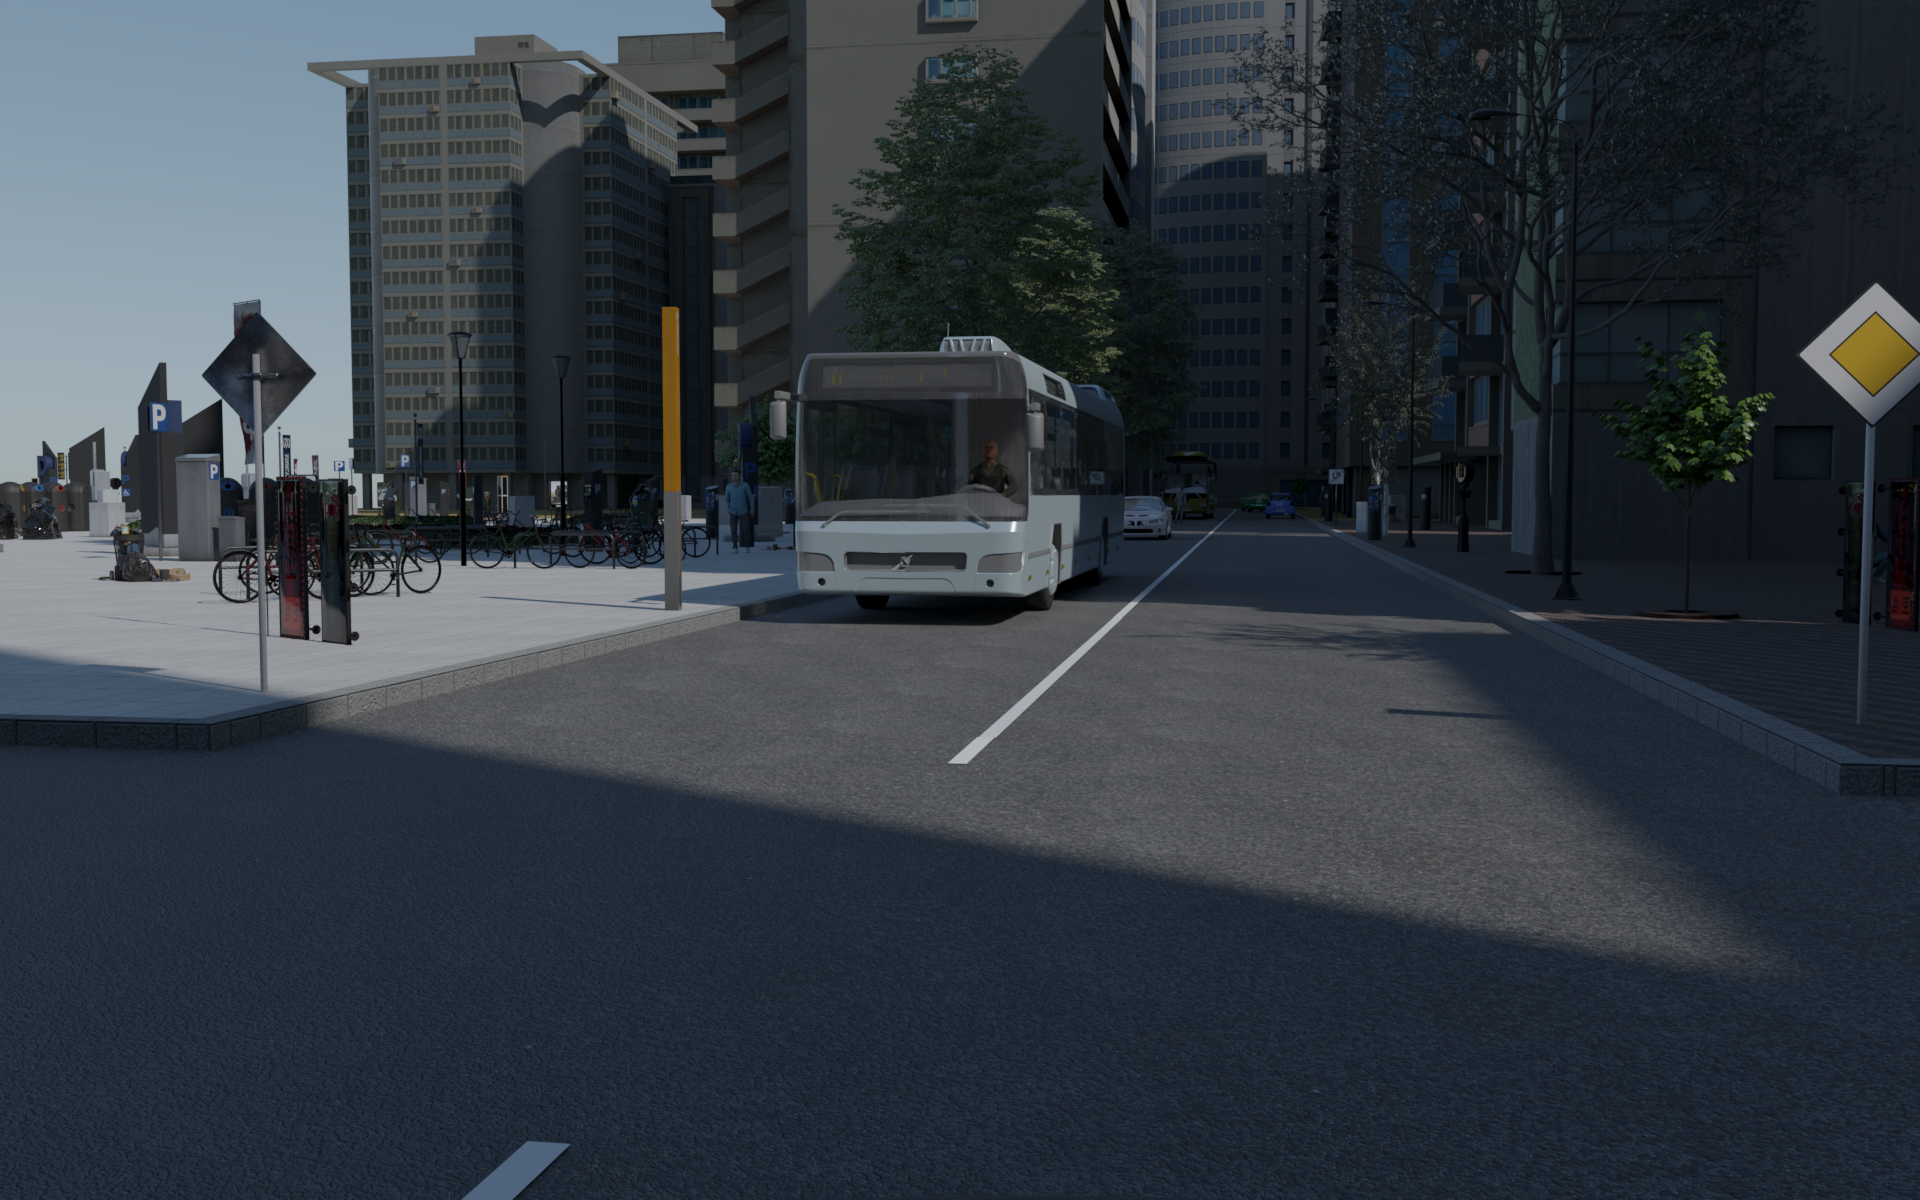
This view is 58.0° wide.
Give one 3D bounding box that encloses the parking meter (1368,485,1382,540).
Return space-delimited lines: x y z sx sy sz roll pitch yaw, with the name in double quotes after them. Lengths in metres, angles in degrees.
11.522 -2.428 48.105 0.372 1.533 0.369 0 3 0 "parking meter"

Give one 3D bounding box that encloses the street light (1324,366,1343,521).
13.910 -5.495 62.382 1.470 5.913 1.316 1 4 10 "street light"

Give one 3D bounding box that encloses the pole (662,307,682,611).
-3.163 -1.540 19.027 0.158 3.312 0.155 0 3 0 "pole"

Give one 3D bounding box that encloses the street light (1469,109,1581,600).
6.844 -2.963 20.985 1.470 5.913 1.316 1 4 10 "street light"

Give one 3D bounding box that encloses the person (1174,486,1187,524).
10.757 -4.630 84.328 0.709 1.813 0.853 2 4 29 "person"

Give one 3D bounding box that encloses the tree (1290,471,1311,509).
29.201 -9.405 148.373 1.663 3.219 1.824 0 3 0 "tree"

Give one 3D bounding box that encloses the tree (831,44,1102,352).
0.160 -7.748 44.804 7.486 12.596 7.792 0 3 0 "tree"

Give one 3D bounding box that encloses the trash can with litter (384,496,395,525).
-21.770 -3.300 65.005 1.678 1.210 2.233 2 4 25 "trash can with litter"

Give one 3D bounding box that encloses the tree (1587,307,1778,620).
7.664 -1.430 17.981 1.663 3.219 1.824 0 3 0 "tree"

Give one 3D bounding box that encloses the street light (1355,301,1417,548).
10.305 -4.226 41.641 1.470 5.913 1.316 1 4 10 "street light"

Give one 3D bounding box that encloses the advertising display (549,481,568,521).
-19.198 -4.747 82.835 0.123 1.923 0.974 3 5 42 "advertising display"

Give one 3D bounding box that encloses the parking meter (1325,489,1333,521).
17.276 -4.448 81.137 0.372 1.533 0.369 0 3 0 "parking meter"

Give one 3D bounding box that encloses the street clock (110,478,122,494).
-37.350 -4.408 76.633 0.358 2.002 0.471 2 4 30 "street clock"

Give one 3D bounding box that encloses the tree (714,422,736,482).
-6.216 -4.461 56.647 4.285 4.588 4.351 0 3 0 "tree"

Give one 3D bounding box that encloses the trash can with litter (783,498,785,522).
-7.924 -4.156 79.343 1.055 1.170 0.624 2 4 30 "trash can with litter"

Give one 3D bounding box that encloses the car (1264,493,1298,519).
18.867 -5.644 101.876 1.945 1.707 3.694 1 4 11 "car"

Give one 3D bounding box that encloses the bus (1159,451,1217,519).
13.658 -6.772 102.263 2.896 3.916 12.252 1 4 11 "bus"

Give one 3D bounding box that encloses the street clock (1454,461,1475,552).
11.172 -2.069 38.403 0.358 2.002 0.471 -1 4 -16 "street clock"

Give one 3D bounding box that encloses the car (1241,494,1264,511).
24.379 -8.288 144.301 1.959 1.807 4.718 1 4 8 "car"

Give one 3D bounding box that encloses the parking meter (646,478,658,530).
-10.937 -3.412 61.501 0.255 1.863 0.399 2 4 35 "parking meter"

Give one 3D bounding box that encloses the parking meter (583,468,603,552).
-8.192 -2.017 38.687 0.255 1.863 0.399 2 4 31 "parking meter"

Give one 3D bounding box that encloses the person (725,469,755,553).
-4.771 -1.931 37.636 0.660 1.820 0.620 0 4 3 "person"

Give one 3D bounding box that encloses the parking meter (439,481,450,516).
-23.313 -4.443 78.350 0.399 1.863 0.255 0 4 -5 "parking meter"

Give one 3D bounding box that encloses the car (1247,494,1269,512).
23.539 -7.781 136.019 1.959 1.807 4.718 1 4 11 "car"

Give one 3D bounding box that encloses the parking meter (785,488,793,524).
-7.280 -3.998 73.775 0.372 1.533 0.369 0 3 0 "parking meter"

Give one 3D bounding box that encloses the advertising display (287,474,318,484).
-21.490 -3.144 56.614 0.974 1.923 0.123 0 4 -4 "advertising display"

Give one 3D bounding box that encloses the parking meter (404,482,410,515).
-27.656 -4.945 86.564 0.255 1.863 0.399 -1 4 -17 "parking meter"

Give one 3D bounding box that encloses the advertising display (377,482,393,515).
-30.609 -5.324 92.259 0.974 1.923 0.123 1 4 20 "advertising display"

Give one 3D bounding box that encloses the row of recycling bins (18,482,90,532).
-30.849 -3.127 58.239 1.069 1.692 3.534 1 4 18 "row of recycling bins"

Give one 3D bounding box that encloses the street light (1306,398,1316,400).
17.386 -6.795 83.647 1.470 5.913 1.316 1 4 10 "street light"

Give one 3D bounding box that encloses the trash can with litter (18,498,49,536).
-28.092 -2.510 52.433 1.055 1.170 0.624 1 4 15 "trash can with litter"

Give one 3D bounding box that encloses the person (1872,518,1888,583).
13.248 -0.822 24.978 1.012 1.151 0.738 0 4 -5 "person"

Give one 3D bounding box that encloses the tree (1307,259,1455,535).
13.031 -6.315 53.613 4.360 8.622 3.978 0 3 0 "tree"

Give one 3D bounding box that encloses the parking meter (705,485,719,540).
-6.998 -2.477 48.910 0.372 1.533 0.369 0 3 0 "parking meter"

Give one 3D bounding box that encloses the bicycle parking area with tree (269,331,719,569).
-8.686 -2.835 33.352 9.016 4.147 8.231 1 4 20 "bicycle parking area with tree"

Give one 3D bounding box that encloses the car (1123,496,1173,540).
5.817 -2.649 55.678 2.083 1.381 4.827 1 4 10 "car"

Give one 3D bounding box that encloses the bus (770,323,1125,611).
0.448 -1.798 24.256 2.948 3.499 13.247 1 4 10 "bus"

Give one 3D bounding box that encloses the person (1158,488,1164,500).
15.570 -7.736 133.236 1.217 1.736 0.721 -3 5 -44 "person"

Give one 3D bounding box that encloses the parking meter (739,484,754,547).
-5.169 -2.050 41.931 0.372 1.533 0.369 0 3 0 "parking meter"

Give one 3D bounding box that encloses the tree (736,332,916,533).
-1.610 -3.154 35.288 4.285 4.588 4.351 0 3 0 "tree"

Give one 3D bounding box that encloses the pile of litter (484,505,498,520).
-22.822 -4.410 86.063 1.719 0.858 1.176 1 4 9 "pile of litter"

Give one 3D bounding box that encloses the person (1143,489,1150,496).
11.890 -6.298 110.482 0.415 1.643 0.593 0 4 5 "person"

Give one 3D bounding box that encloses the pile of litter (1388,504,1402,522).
19.642 -4.006 79.465 1.176 0.858 1.719 -1 4 -21 "pile of litter"

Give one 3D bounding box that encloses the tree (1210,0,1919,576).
9.184 -7.150 27.279 12.009 13.543 11.850 0 3 0 "tree"

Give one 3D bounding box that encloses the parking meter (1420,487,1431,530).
16.677 -3.280 62.044 0.372 1.533 0.369 0 3 0 "parking meter"

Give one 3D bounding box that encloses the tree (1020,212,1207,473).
6.747 -10.576 79.566 9.857 13.997 8.962 0 3 0 "tree"

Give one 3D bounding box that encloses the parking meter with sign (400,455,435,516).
-24.188 -4.962 77.392 0.543 3.016 1.738 1 4 22 "parking meter with sign"

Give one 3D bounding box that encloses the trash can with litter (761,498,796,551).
-4.009 -1.784 40.220 1.678 1.210 2.233 2 4 26 "trash can with litter"

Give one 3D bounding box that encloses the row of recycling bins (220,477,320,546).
-17.706 -2.189 42.910 3.534 1.692 1.069 -2 4 -27 "row of recycling bins"

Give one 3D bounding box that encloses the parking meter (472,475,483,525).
-14.712 -2.882 52.840 0.255 1.863 0.399 -1 4 -23 "parking meter"

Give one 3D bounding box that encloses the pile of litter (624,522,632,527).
-12.115 -3.130 65.137 1.719 0.858 1.176 0 4 7 "pile of litter"

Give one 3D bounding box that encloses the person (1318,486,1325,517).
20.641 -5.638 98.773 0.434 1.755 0.990 2 4 27 "person"

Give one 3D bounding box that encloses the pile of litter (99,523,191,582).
-12.173 -0.726 25.838 1.176 0.858 1.719 -3 4 -37 "pile of litter"
